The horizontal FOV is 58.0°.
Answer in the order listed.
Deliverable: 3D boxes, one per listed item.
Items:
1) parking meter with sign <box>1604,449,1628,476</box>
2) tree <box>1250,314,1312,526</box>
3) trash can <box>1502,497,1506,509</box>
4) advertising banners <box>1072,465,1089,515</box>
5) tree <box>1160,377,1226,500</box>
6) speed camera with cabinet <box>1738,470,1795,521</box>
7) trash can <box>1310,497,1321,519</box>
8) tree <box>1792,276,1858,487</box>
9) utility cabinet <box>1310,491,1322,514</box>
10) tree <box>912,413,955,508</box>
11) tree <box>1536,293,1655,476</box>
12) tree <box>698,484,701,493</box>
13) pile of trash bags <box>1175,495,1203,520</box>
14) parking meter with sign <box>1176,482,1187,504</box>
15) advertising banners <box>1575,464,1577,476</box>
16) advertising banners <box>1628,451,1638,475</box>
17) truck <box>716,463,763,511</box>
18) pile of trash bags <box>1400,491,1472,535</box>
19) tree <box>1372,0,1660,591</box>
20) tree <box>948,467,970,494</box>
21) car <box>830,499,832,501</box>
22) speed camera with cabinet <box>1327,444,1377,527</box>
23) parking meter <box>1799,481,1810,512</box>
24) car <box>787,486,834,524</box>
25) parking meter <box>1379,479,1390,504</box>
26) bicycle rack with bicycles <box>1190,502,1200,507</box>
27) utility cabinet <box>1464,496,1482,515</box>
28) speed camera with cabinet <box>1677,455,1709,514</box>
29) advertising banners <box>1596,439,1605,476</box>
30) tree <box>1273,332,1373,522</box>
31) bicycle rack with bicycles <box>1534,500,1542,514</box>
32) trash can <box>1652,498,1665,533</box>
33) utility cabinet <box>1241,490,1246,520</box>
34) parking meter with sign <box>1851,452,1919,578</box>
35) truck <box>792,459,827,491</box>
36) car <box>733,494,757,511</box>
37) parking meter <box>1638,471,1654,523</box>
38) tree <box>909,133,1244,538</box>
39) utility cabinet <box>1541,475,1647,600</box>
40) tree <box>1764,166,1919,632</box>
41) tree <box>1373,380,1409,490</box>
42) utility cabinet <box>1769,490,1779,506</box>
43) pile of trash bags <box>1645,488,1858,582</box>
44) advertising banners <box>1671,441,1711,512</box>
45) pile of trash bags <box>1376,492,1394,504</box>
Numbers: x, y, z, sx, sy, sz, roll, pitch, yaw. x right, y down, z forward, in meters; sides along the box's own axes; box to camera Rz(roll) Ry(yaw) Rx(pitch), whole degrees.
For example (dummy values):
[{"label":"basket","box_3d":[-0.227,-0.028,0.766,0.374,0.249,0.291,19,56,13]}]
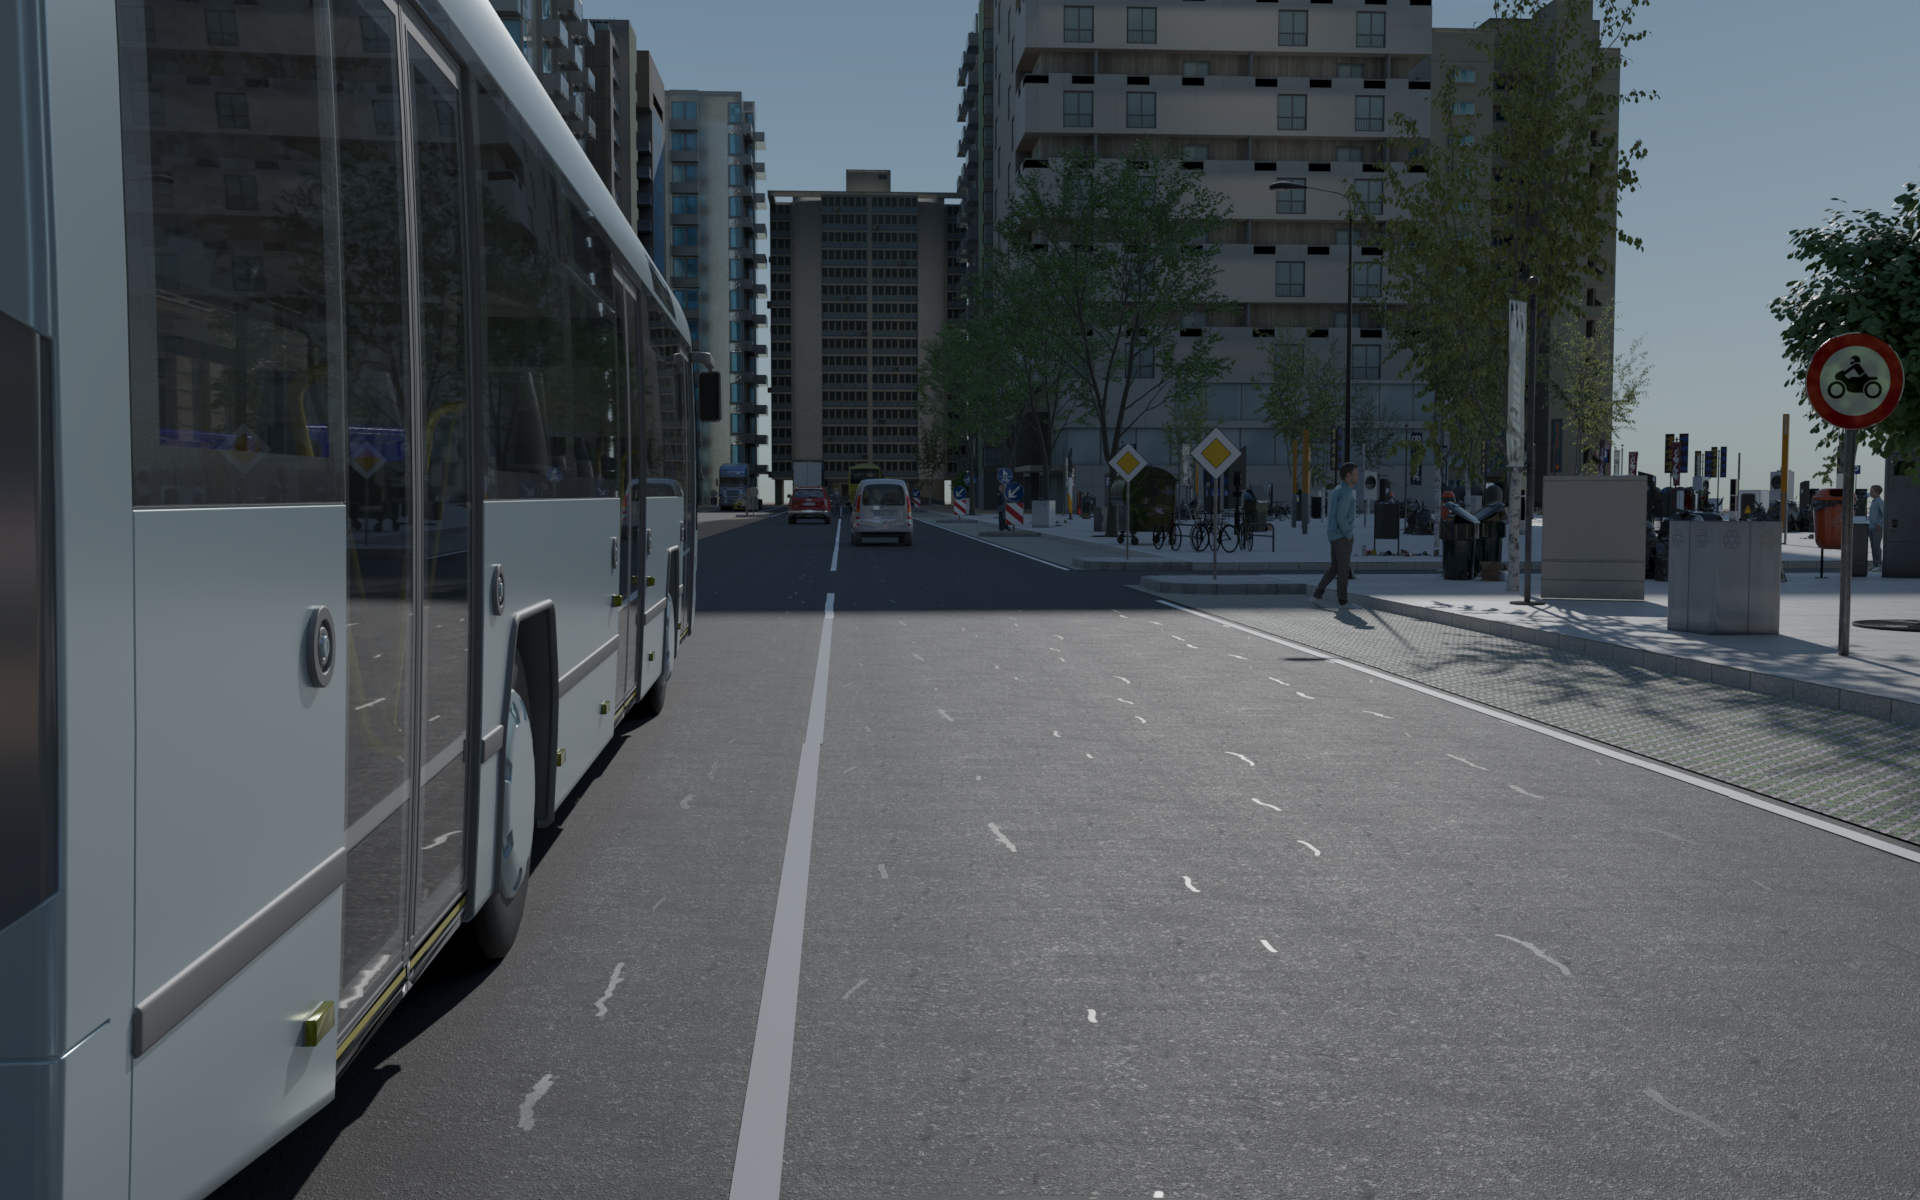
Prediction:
[{"label":"parking meter with sign","box_3d":[25.908,-4.364,67.605,1.738,3.016,0.543,-1,4,-10]},{"label":"tree","box_3d":[13.592,-7.324,70.110,4.737,8.622,4.395,0,3,0]},{"label":"trash can","box_3d":[26.317,-4.465,84.663,0.748,1.137,0.748,0,3,0]},{"label":"advertising banners","box_3d":[7.238,-6.653,104.969,0.090,3.025,2.074,3,4,37]},{"label":"tree","box_3d":[13.767,-9.350,103.239,4.737,8.622,4.395,0,3,0]},{"label":"speed camera with cabinet","box_3d":[31.240,-4.452,67.127,0.660,3.252,2.038,-2,4,-29]},{"label":"trash can","box_3d":[18.525,-4.784,89.868,0.748,1.137,0.748,0,3,0]},{"label":"tree","box_3d":[28.355,-6.387,54.796,4.737,8.622,4.395,0,3,0]},{"label":"utility cabinet","box_3d":[22.055,-6.060,107.752,0.318,1.500,1.173,-2,4,-26]},{"label":"tree","box_3d":[-2.609,-12.595,156.282,4.737,8.622,4.395,0,3,0]},{"label":"tree","box_3d":[23.206,-6.943,63.884,4.360,8.622,3.978,0,3,0]},{"label":"tree","box_3d":[-27.776,-11.408,181.120,1.663,3.219,1.824,0,3,0]},{"label":"pile of trash bags","box_3d":[11.458,-4.668,86.079,1.912,1.369,3.447,-3,5,-41]},{"label":"parking meter with sign","box_3d":[11.719,-6.088,95.792,1.738,3.016,0.543,1,4,16]},{"label":"advertising banners","box_3d":[31.850,-5.692,89.251,0.090,3.025,2.074,1,4,12]},{"label":"advertising banners","box_3d":[27.233,-4.614,71.630,0.090,3.025,2.074,-2,4,-24]},{"label":"truck","box_3d":[-19.800,-10.224,156.921,2.967,4.110,18.799,0,4,-2]},{"label":"pile of trash bags","box_3d":[15.021,-2.715,54.145,1.912,1.369,3.447,0,4,6]},{"label":"tree","box_3d":[7.290,-4.437,22.901,4.737,8.622,4.395,0,3,0]},{"label":"tree","box_3d":[0.191,-8.202,128.707,1.663,3.219,1.824,0,3,0]},{"label":"car","box_3d":[-10.167,-6.846,123.735,2.131,1.459,4.920,0,4,-5]},{"label":"speed camera with cabinet","box_3d":[15.284,-4.471,67.431,2.038,3.252,0.660,-2,4,-29]},{"label":"parking meter","box_3d":[36.530,-4.235,74.945,0.255,1.863,0.399,0,4,-7]},{"label":"car","box_3d":[-7.278,-4.613,84.089,2.281,1.827,5.304,0,4,-4]},{"label":"parking meter","box_3d":[16.236,-3.701,66.215,0.399,1.863,0.255,-3,5,-41]},{"label":"bicycle rack with bicycles","box_3d":[9.909,-4.027,79.227,2.852,0.926,2.925,3,5,42]},{"label":"utility cabinet","box_3d":[19.394,-3.326,65.540,0.306,1.237,1.020,0,4,-6]},{"label":"speed camera with cabinet","box_3d":[37.306,-5.734,88.094,2.038,3.252,0.660,-3,4,-36]},{"label":"advertising banners","box_3d":[20.519,-3.583,54.766,0.090,3.025,2.074,0,4,4]},{"label":"tree","box_3d":[16.176,-7.815,78.143,4.360,8.622,3.978,0,3,0]},{"label":"bicycle rack with bicycles","box_3d":[36.456,-5.826,108.635,2.852,0.926,2.925,-2,4,-31]},{"label":"trash can","box_3d":[22.768,-2.768,56.916,0.748,1.137,0.748,0,3,0]},{"label":"utility cabinet","box_3d":[14.234,-4.663,84.926,0.318,1.500,1.173,-2,4,-26]},{"label":"parking meter with sign","box_3d":[14.525,-1.851,26.527,1.738,3.016,0.543,2,4,27]},{"label":"truck","box_3d":[-12.622,-9.559,145.200,2.839,4.237,11.283,0,4,-3]},{"label":"car","box_3d":[-17.985,-8.257,145.219,2.015,1.641,3.980,0,4,-2]},{"label":"parking meter","box_3d":[17.270,-2.319,43.627,0.399,1.863,0.255,1,4,23]},{"label":"tree","box_3d":[4.472,-7.672,51.190,9.928,11.665,9.643,0,3,0]},{"label":"utility cabinet","box_3d":[7.659,-0.749,20.932,1.173,1.500,0.318,1,4,22]},{"label":"tree","box_3d":[9.434,-2.007,16.527,4.285,4.588,4.351,0,3,0]},{"label":"tree","box_3d":[25.599,-9.639,107.957,4.360,8.622,3.978,0,3,0]},{"label":"utility cabinet","box_3d":[48.801,-5.861,104.502,0.318,1.500,1.173,-2,4,-29]},{"label":"pile of trash bags","box_3d":[11.745,-0.998,26.077,3.447,1.369,1.912,0,4,-3]},{"label":"advertising banners","box_3d":[24.071,-3.728,57.143,0.090,3.025,2.074,-1,4,-12]},{"label":"pile of trash bags","box_3d":[23.110,-5.043,92.204,1.912,1.369,3.447,0,4,2]}]
